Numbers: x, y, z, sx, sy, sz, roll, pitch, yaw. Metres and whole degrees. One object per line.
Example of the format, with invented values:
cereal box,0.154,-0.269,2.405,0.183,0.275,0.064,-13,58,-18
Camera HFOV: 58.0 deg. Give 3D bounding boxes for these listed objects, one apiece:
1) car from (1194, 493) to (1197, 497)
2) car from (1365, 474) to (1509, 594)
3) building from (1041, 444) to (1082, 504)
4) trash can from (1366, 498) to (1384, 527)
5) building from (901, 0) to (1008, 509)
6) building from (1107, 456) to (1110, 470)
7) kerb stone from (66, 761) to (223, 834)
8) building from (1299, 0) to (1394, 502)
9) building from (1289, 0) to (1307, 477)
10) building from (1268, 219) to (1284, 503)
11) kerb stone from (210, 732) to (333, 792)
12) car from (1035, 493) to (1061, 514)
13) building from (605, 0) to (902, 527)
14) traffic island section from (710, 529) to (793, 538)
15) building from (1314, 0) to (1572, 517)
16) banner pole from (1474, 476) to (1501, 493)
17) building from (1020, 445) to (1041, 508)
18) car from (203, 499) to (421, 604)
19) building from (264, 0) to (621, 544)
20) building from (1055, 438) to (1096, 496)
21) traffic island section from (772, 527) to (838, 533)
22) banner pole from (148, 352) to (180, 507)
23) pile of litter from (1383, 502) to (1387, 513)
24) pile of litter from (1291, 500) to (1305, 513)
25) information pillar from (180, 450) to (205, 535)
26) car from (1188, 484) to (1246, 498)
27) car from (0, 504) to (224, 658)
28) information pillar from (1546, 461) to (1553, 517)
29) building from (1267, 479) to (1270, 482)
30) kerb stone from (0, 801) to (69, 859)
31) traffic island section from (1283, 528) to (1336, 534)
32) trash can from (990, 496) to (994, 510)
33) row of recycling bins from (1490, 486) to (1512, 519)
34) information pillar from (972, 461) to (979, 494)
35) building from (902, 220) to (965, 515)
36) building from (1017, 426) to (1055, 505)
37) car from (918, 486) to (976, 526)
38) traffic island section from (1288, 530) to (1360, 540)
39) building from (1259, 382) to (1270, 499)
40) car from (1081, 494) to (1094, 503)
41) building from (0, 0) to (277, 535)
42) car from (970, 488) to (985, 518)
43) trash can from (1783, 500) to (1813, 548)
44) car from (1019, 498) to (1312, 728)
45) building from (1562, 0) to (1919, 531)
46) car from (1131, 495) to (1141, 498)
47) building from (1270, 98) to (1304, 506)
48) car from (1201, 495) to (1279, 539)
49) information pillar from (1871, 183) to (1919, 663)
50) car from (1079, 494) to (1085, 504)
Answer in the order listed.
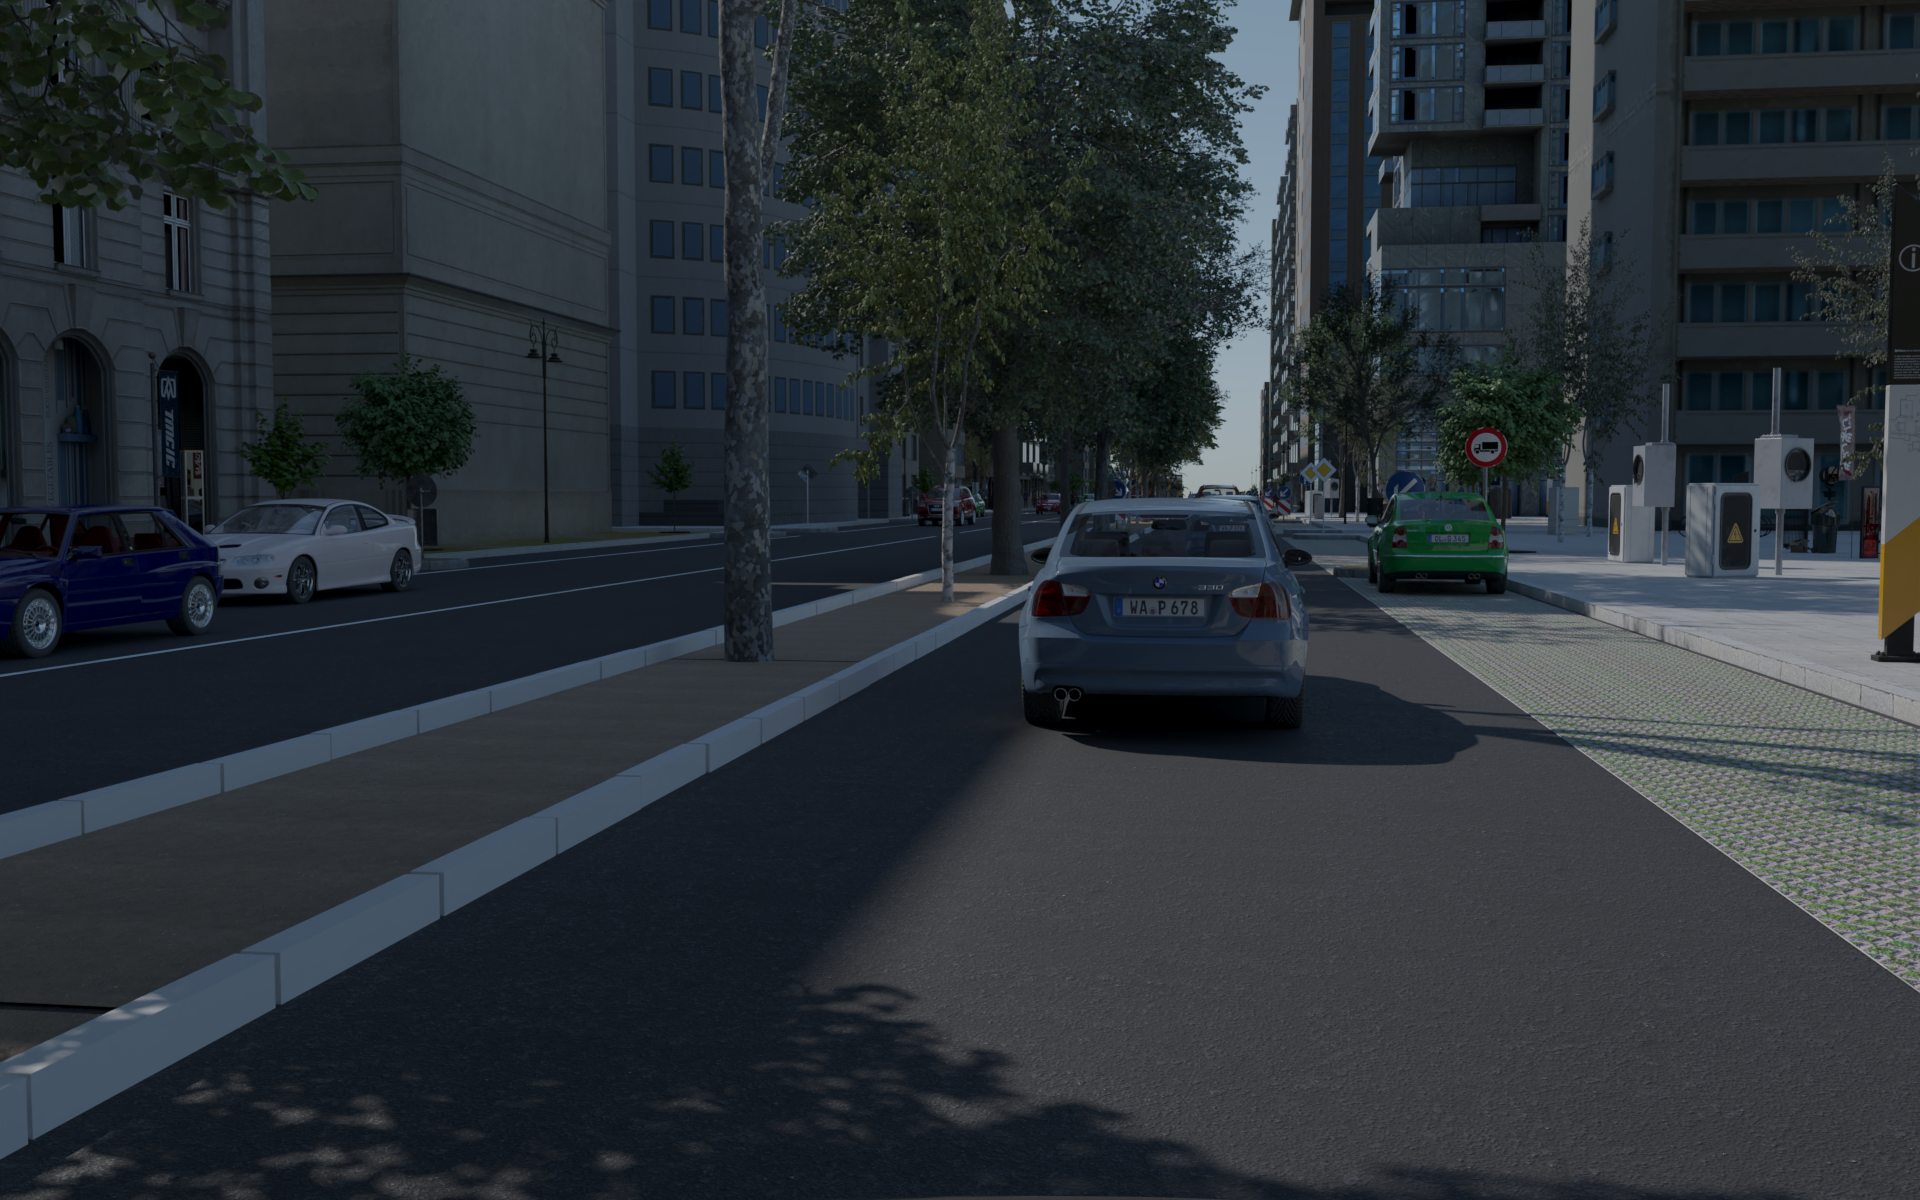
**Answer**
car,11.695,-4.474,82.747,1.945,1.707,3.694,1,4,10
car,7.156,-1.064,26.190,1.959,1.807,4.718,1,4,10
building,0.274,-33.405,238.045,32.217,40.220,23.993,1,4,9
trash can,16.022,-3.376,66.854,0.748,1.137,0.748,0,3,0
building,-3.633,-30.455,148.047,14.600,45.320,14.200,1,4,9
building,17.330,-38.784,284.235,14.600,45.320,14.200,1,4,9
kerb stone,-3.652,0.883,7.755,0.120,0.150,1.000,1,4,9
building,35.806,-30.201,143.901,14.600,45.320,14.200,1,4,9
building,45.851,-35.105,163.212,28.713,52.752,27.495,1,4,9
building,53.174,-35.115,257.721,14.154,41.232,14.086,1,4,9
kerb stone,-3.496,0.824,8.765,0.120,0.150,1.000,1,4,9
car,6.508,-7.069,124.623,2.155,1.783,4.494,1,4,9
building,-15.596,-32.936,80.505,21.231,58.520,28.212,1,4,9
traffic island section,-7.010,-2.184,57.996,2.009,0.180,2.903,1,4,9
building,35.528,-48.862,111.573,22.319,86.520,31.000,1,4,9
banner pole,19.139,-4.443,62.655,0.863,3.779,0.401,2,4,30
building,-9.723,-29.144,168.386,32.217,40.220,23.993,1,4,9
car,-9.264,-0.724,24.198,2.083,1.381,4.827,1,4,9
building,-26.647,-13.344,51.465,30.059,22.955,16.112,1,4,9
building,6.393,-25.676,264.848,27.650,21.520,28.899,1,4,9
traffic island section,-5.825,-2.667,65.893,2.009,0.180,2.903,1,4,9
banner pole,-14.146,-2.494,30.792,0.401,3.779,0.863,1,4,16
pile of litter,23.728,-5.121,97.692,1.176,0.858,1.719,-1,4,-22
pile of litter,23.789,-6.492,120.103,1.176,0.858,1.719,-3,5,-43
information pillar,-12.891,-1.506,29.113,0.304,2.012,0.304,-3,4,-36
car,10.214,-3.669,68.655,2.281,1.827,5.304,0,4,7
car,-8.719,-0.234,16.409,1.945,1.354,3.894,0,4,8
information pillar,32.355,-6.341,95.026,0.504,3.616,0.183,-3,5,-45
building,54.222,-37.629,234.849,23.786,49.044,30.456,1,4,9
kerb stone,-3.801,0.945,6.744,0.120,0.150,1.000,1,4,9
traffic island section,12.808,-2.497,63.103,2.009,0.180,2.903,1,4,9
trash can,2.678,-7.729,138.029,0.748,1.137,0.748,0,3,0
row of recycling bins,28.131,-5.110,90.659,1.069,1.692,3.534,2,4,29
information pillar,1.100,-8.067,123.249,0.504,3.616,0.183,-1,4,-8
building,-15.440,-16.726,118.506,27.650,21.520,28.899,1,4,9
building,-1.897,-35.157,194.424,23.786,49.044,30.456,1,4,9
car,-0.568,-4.333,79.519,2.281,1.827,5.304,1,4,10
traffic island section,11.623,-2.014,55.206,2.009,0.180,2.903,1,4,9
building,62.544,-26.518,278.613,27.650,21.520,28.899,1,4,9
car,12.631,-9.624,166.148,1.959,1.807,4.718,0,4,7
building,-22.216,-11.274,26.123,13.314,21.916,24.055,1,4,9
car,0.483,-5.964,106.314,1.959,1.807,4.718,0,4,7
trash can,19.861,-1.809,41.226,0.748,1.137,0.748,0,3,0
car,1.441,0.000,11.995,2.014,1.417,4.499,1,4,8
building,35.718,-27.145,67.525,21.600,48.544,21.300,1,4,9
car,16.668,-9.220,163.324,1.945,1.354,3.894,0,4,7
building,47.573,-35.071,193.012,23.786,49.044,30.456,1,4,9
car,5.437,-1.403,34.946,2.014,1.417,4.499,1,4,8
information pillar,7.273,-1.333,13.148,0.504,3.616,0.183,1,4,11
car,15.071,-11.928,203.818,1.959,1.807,4.718,1,4,9
